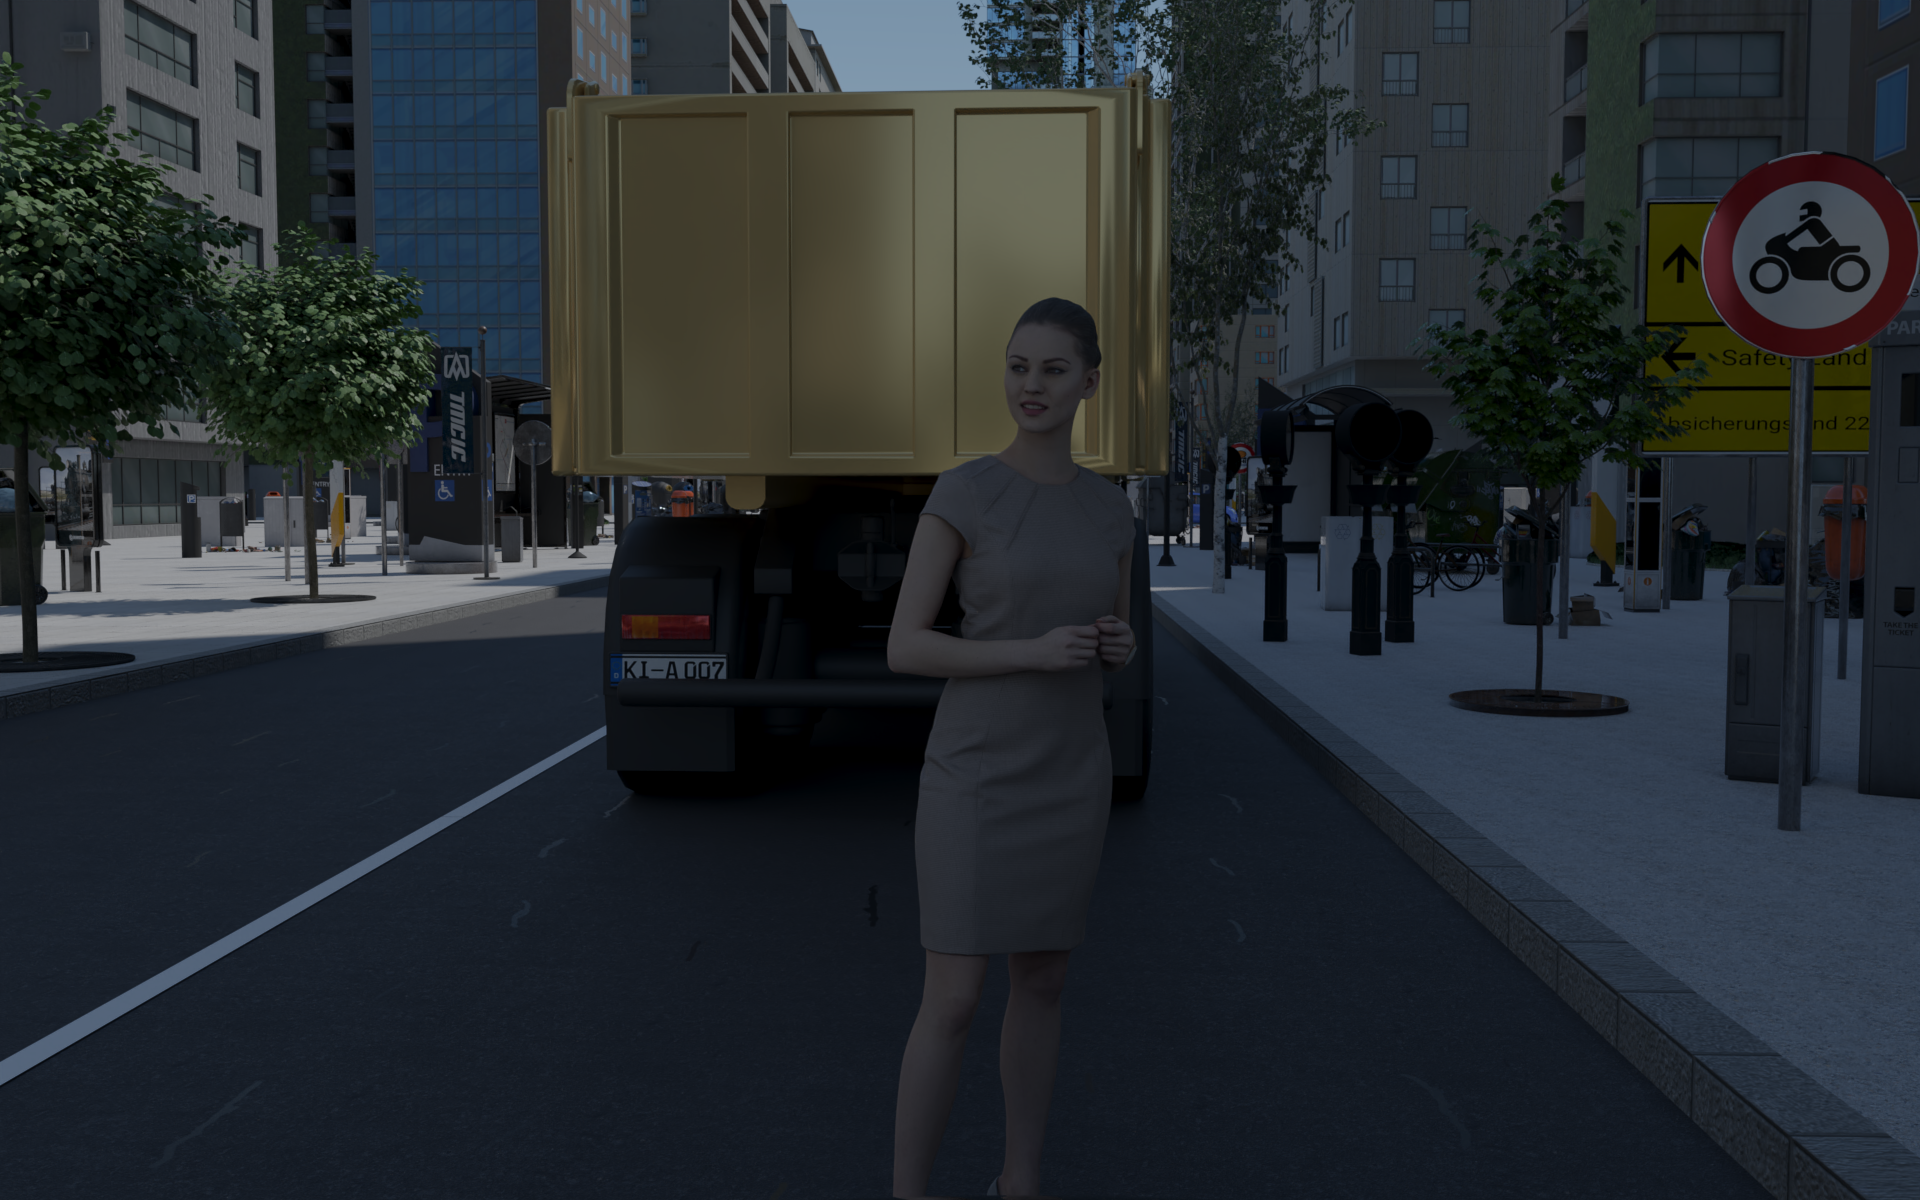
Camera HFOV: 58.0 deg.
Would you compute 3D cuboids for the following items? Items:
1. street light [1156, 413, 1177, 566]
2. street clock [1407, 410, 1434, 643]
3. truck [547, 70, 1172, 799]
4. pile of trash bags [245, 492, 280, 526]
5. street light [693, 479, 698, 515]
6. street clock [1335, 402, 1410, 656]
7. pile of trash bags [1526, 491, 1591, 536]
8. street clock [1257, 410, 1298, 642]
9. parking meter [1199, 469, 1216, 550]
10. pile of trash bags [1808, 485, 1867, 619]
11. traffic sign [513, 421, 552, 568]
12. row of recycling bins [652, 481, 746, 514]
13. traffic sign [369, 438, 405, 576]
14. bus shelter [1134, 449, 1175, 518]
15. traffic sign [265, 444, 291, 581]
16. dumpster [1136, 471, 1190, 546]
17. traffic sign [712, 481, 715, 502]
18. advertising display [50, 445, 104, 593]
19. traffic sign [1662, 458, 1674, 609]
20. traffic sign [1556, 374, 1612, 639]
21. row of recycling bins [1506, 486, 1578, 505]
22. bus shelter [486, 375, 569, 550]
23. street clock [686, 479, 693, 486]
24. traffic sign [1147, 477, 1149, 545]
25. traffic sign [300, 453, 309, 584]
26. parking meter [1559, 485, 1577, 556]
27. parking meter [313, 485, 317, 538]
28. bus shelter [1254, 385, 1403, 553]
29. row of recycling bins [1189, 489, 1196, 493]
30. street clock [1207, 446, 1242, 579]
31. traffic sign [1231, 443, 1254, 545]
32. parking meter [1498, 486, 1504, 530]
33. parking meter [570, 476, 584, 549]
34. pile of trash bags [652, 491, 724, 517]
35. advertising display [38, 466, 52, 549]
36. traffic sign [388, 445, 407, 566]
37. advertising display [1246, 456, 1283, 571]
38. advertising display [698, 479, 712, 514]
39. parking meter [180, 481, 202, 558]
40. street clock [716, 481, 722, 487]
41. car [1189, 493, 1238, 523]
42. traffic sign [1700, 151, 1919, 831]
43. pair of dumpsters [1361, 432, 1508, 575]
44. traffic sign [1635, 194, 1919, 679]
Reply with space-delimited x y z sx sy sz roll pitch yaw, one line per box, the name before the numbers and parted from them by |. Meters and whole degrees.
street light | 3.140 -3.558 30.716 1.470 5.913 1.316 0 4 2
street clock | 3.812 -0.636 14.964 0.471 2.002 0.358 -1 4 -14
truck | -0.110 -0.972 11.823 3.469 3.379 9.791 0 4 4
pile of trash bags | -29.096 -3.660 69.593 3.447 1.369 1.912 -2 4 -27
street light | -5.526 -4.101 39.600 1.470 5.913 1.316 0 4 2
street clock | 3.239 -0.563 13.776 0.471 2.002 0.358 -1 4 -16
pile of trash bags | 14.001 -1.834 39.746 1.912 1.369 3.447 3 5 42
street clock | 2.753 -0.642 15.059 0.358 2.002 0.471 1 4 20
parking meter | 5.705 -2.075 39.639 0.399 1.863 0.255 3 5 39
pile of trash bags | 9.541 -0.496 17.859 1.912 1.369 3.447 3 5 40
traffic sign | -7.396 -1.832 30.058 0.768 2.556 0.104 0 4 8
row of recycling bins | -8.802 -3.095 57.713 3.534 1.692 1.069 -2 4 -35
traffic sign | -9.069 -1.659 27.228 0.768 2.556 0.104 1 4 9
bus shelter | 7.478 -4.652 69.988 2.014 3.302 5.546 0 4 2
traffic sign | -9.887 -1.547 25.402 0.768 2.556 0.104 0 4 7
dumpster | 5.120 -2.321 43.710 1.264 1.857 1.865 0 4 2
traffic sign | -7.361 -3.162 51.797 0.768 2.556 0.104 1 4 11
advertising display | -11.577 -1.073 22.752 0.974 1.923 0.123 2 4 35
traffic sign | 7.867 -1.169 19.218 0.768 2.556 0.104 1 4 11
traffic sign | 5.351 -0.929 15.289 0.768 2.556 0.104 1 4 10
row of recycling bins | 29.228 -4.917 87.505 3.534 1.692 1.069 2 4 24
bus shelter | -9.753 -2.812 37.265 1.731 3.624 6.357 0 4 2
street clock | -10.324 -3.822 67.053 0.471 2.002 0.358 2 4 25
traffic sign | 4.561 -2.441 42.035 0.606 2.300 0.079 0 4 4
traffic sign | -9.282 -1.502 24.554 0.884 2.594 0.081 0 4 4
parking meter | 12.477 -1.826 35.569 0.255 1.863 0.399 0 4 4
parking meter | -19.020 -2.584 50.665 0.372 1.533 0.369 0 3 0
bus shelter | 7.280 -2.505 34.876 2.014 3.302 5.546 0 4 2
row of recycling bins | 18.987 -8.086 139.311 3.534 1.692 1.069 -1 4 -10
street clock | 3.988 -1.321 26.172 0.471 2.002 0.358 -1 4 -17
traffic sign | 6.955 -2.625 43.026 0.768 2.556 0.104 0 4 7
parking meter | 15.937 -2.628 51.372 0.372 1.533 0.369 0 3 0
parking meter | -9.015 -2.143 40.754 0.255 1.863 0.399 -1 4 -21
pile of trash bags | -7.212 -2.208 45.850 1.912 1.369 3.447 0 4 -2
advertising display | -20.879 -2.147 40.313 0.974 1.923 0.123 -2 4 -28
traffic sign | -9.936 -1.880 30.750 0.884 2.594 0.081 0 4 7
advertising display | 5.101 -1.459 29.068 0.123 1.923 0.974 -1 4 -21
advertising display | -7.231 -2.673 48.914 0.123 1.923 0.974 -2 4 -30
parking meter | -15.468 -1.616 34.832 0.372 1.533 0.369 0 3 0
street clock | -12.375 -5.165 89.016 0.358 2.002 0.471 -1 4 -21
car | 10.125 -3.984 74.723 3.694 1.707 1.945 0 4 0
traffic sign | 3.172 -0.394 6.548 0.768 2.556 0.104 1 4 10
pair of dumpsters | 8.007 -1.651 29.480 1.574 2.255 4.437 0 4 2
traffic sign | 5.792 -1.103 11.913 2.265 3.308 0.079 0 4 3
